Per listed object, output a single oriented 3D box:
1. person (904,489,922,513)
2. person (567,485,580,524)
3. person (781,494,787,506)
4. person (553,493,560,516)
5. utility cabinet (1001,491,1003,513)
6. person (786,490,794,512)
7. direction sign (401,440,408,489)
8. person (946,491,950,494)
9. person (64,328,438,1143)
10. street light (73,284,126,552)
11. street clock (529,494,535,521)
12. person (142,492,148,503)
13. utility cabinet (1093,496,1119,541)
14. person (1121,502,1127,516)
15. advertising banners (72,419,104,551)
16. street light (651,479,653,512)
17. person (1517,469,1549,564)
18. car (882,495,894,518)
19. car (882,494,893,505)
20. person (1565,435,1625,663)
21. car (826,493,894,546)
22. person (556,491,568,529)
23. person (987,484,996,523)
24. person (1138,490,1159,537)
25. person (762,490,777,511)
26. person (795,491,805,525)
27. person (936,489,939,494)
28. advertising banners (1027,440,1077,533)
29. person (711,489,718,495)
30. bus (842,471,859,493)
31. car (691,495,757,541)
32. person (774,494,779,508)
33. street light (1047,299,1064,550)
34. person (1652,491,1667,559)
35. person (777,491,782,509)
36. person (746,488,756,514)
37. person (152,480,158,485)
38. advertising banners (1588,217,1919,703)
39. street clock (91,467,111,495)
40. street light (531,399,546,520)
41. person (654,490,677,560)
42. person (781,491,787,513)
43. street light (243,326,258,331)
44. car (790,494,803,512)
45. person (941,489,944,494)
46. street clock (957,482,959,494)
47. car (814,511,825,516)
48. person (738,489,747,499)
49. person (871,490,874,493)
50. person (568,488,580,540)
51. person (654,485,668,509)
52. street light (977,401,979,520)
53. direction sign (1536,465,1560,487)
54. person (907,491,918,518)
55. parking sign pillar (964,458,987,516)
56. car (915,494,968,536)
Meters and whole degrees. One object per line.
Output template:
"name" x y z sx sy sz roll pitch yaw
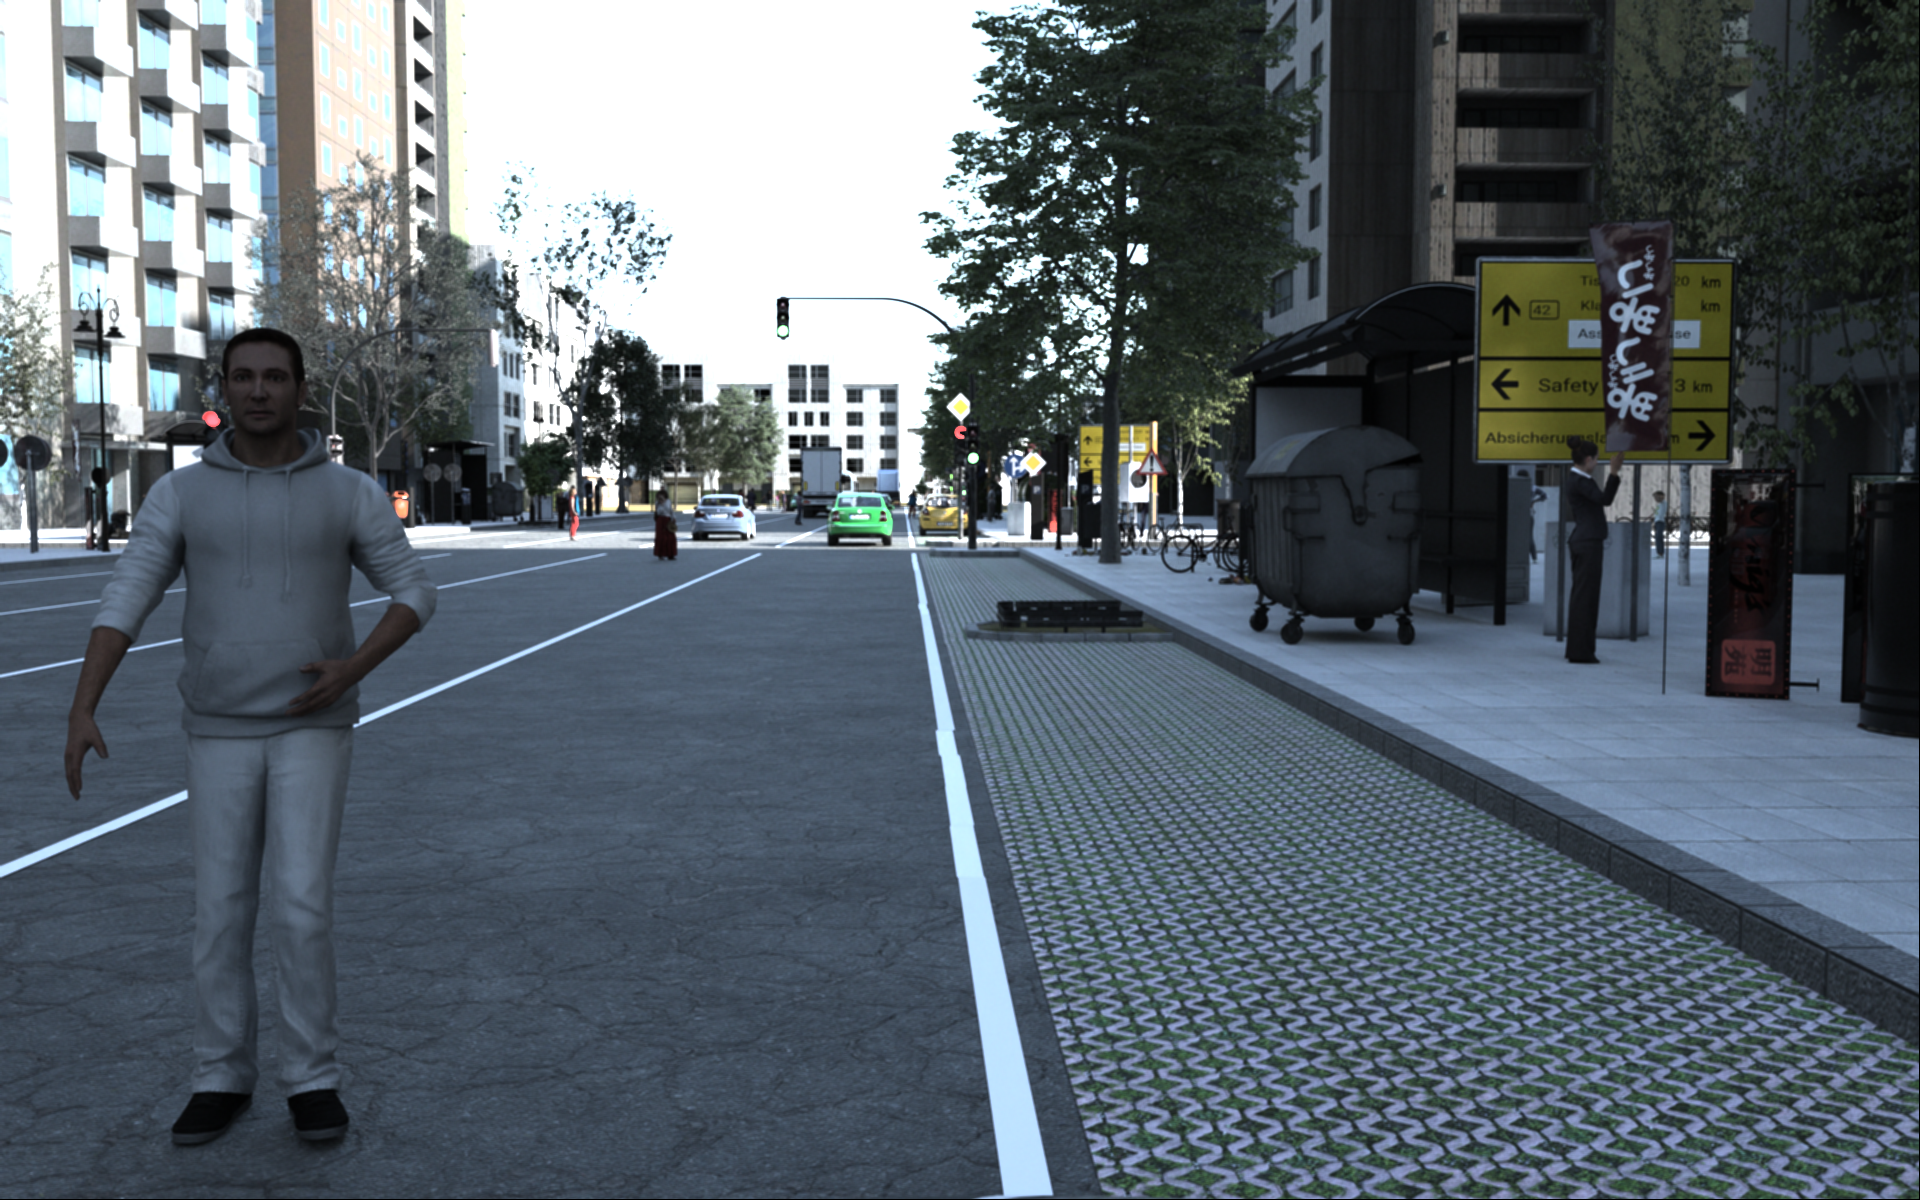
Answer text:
"person" -3.547 -7.490 131.053 1.348 1.812 0.705 -1 4 -12
"person" -18.332 -4.519 82.255 0.599 1.838 0.709 3 4 37
"person" -19.210 -10.944 190.692 1.065 1.426 0.557 0 4 3
"person" -23.728 -5.622 101.878 0.340 1.345 0.435 1 4 11
"utility cabinet" 2.625 -6.518 115.246 0.318 1.500 1.173 0 4 -4
"person" -13.671 -7.947 139.236 0.742 1.727 0.445 0 4 3
"direction sign" -23.403 -4.956 73.022 0.379 3.537 0.876 0 4 -2
"person" -0.579 -3.674 70.781 0.590 1.554 0.614 -1 4 -12
"person" -1.591 0.292 3.870 0.875 1.805 0.789 -1 4 -16
"street light" -18.980 -4.009 38.330 0.468 5.910 1.993 0 4 -2
"street clock" -20.549 -4.806 83.147 0.471 2.002 0.358 3 5 39
"person" -24.877 -2.633 53.010 0.435 1.345 0.340 1 4 16
"utility cabinet" 3.892 -2.241 47.807 1.020 1.237 0.306 -2 4 -27
"person" 9.766 -5.911 102.821 0.598 1.807 0.434 0 4 -3
"advertising banners" -20.047 -2.670 39.846 0.090 3.025 2.074 -3 5 -43
"street light" -21.740 -9.134 122.136 0.468 5.910 1.993 0 4 -2
"person" 10.400 -1.541 31.962 0.841 1.734 0.376 0 4 5
"car" -4.711 -5.202 97.047 2.014 1.417 4.499 0 4 0
"car" -7.111 -8.889 157.125 2.131 1.459 4.920 0 4 -2
"person" 4.838 -0.382 13.097 0.445 1.727 0.742 -1 4 -22
"car" -2.842 -2.474 49.245 1.959 1.807 4.718 0 4 -3
"person" -16.394 -3.709 71.409 0.482 1.546 0.388 -2 4 -32
"person" 1.391 -4.244 76.152 0.376 1.734 0.841 0 3 0
"person" 5.587 -2.734 51.560 0.655 1.722 0.431 0 4 6
"person" -16.360 -8.572 148.658 1.348 1.822 0.705 0 4 2
"person" -7.416 -4.268 80.235 0.435 1.587 0.963 -1 4 -19
"person" -2.345 -10.742 181.761 0.705 1.814 1.350 1 4 20
"advertising banners" 3.146 -3.712 56.880 2.074 3.025 0.090 -1 4 -16
"person" -13.650 -5.294 95.992 0.756 1.711 0.436 2 4 29
"bus" -10.063 -9.167 144.747 2.948 3.499 13.247 0 4 -2
"car" -7.446 -2.606 54.612 2.014 1.417 4.499 0 4 -3
"person" -19.153 -10.362 181.149 0.599 1.433 0.991 2 4 33
"street light" 2.278 -4.100 39.824 0.468 5.910 1.993 0 4 -2
"person" 13.903 -1.500 34.479 0.340 1.345 0.435 0 4 3
"person" -17.458 -9.655 166.877 0.721 1.766 1.217 0 4 2
"person" -11.734 -5.384 96.981 0.683 1.767 0.568 0 4 1
"person" -15.805 -1.518 34.262 0.436 1.711 0.756 3 5 41
"advertising banners" 4.979 -0.893 10.794 2.074 3.025 0.090 2 4 25
"street clock" -23.122 -2.575 46.675 0.471 2.002 0.358 1 4 20
"street light" -20.523 -6.832 84.484 0.468 5.910 1.993 0 4 -2
"person" -6.419 -1.634 37.688 0.523 1.526 0.387 -2 4 -24
"person" -13.662 -7.621 134.024 0.530 1.710 0.541 0 4 5
"street light" -19.299 -4.584 47.739 0.468 5.910 1.993 0 4 -2
"car" -13.024 -8.170 142.376 1.959 1.807 4.718 0 4 -3
"person" -1.961 -11.129 188.092 0.705 1.812 1.348 -1 4 -23
"street clock" -0.012 -5.940 101.685 0.358 2.002 0.471 1 4 20
"car" -9.047 -6.379 116.650 2.083 1.381 4.827 0 4 -3
"person" -16.192 -7.337 128.400 1.348 1.831 0.705 2 4 34
"person" -7.601 -8.754 152.072 0.568 1.767 0.683 1 4 8
"person" -12.049 -2.688 54.161 0.444 1.614 0.593 1 4 12
"person" -12.767 -4.003 74.084 0.598 1.807 0.434 0 4 -6
"street light" 0.867 -6.854 84.846 0.468 5.910 1.993 0 4 -2
"direction sign" 17.505 -3.627 51.304 0.876 3.537 0.379 3 4 37
"person" -2.823 -5.656 102.675 0.593 1.614 0.444 3 5 39
"parking sign pillar" 0.926 -6.793 99.531 1.447 3.967 1.447 -1 4 -22
"car" -0.568 -3.051 60.113 2.015 1.641 3.980 0 4 -2
